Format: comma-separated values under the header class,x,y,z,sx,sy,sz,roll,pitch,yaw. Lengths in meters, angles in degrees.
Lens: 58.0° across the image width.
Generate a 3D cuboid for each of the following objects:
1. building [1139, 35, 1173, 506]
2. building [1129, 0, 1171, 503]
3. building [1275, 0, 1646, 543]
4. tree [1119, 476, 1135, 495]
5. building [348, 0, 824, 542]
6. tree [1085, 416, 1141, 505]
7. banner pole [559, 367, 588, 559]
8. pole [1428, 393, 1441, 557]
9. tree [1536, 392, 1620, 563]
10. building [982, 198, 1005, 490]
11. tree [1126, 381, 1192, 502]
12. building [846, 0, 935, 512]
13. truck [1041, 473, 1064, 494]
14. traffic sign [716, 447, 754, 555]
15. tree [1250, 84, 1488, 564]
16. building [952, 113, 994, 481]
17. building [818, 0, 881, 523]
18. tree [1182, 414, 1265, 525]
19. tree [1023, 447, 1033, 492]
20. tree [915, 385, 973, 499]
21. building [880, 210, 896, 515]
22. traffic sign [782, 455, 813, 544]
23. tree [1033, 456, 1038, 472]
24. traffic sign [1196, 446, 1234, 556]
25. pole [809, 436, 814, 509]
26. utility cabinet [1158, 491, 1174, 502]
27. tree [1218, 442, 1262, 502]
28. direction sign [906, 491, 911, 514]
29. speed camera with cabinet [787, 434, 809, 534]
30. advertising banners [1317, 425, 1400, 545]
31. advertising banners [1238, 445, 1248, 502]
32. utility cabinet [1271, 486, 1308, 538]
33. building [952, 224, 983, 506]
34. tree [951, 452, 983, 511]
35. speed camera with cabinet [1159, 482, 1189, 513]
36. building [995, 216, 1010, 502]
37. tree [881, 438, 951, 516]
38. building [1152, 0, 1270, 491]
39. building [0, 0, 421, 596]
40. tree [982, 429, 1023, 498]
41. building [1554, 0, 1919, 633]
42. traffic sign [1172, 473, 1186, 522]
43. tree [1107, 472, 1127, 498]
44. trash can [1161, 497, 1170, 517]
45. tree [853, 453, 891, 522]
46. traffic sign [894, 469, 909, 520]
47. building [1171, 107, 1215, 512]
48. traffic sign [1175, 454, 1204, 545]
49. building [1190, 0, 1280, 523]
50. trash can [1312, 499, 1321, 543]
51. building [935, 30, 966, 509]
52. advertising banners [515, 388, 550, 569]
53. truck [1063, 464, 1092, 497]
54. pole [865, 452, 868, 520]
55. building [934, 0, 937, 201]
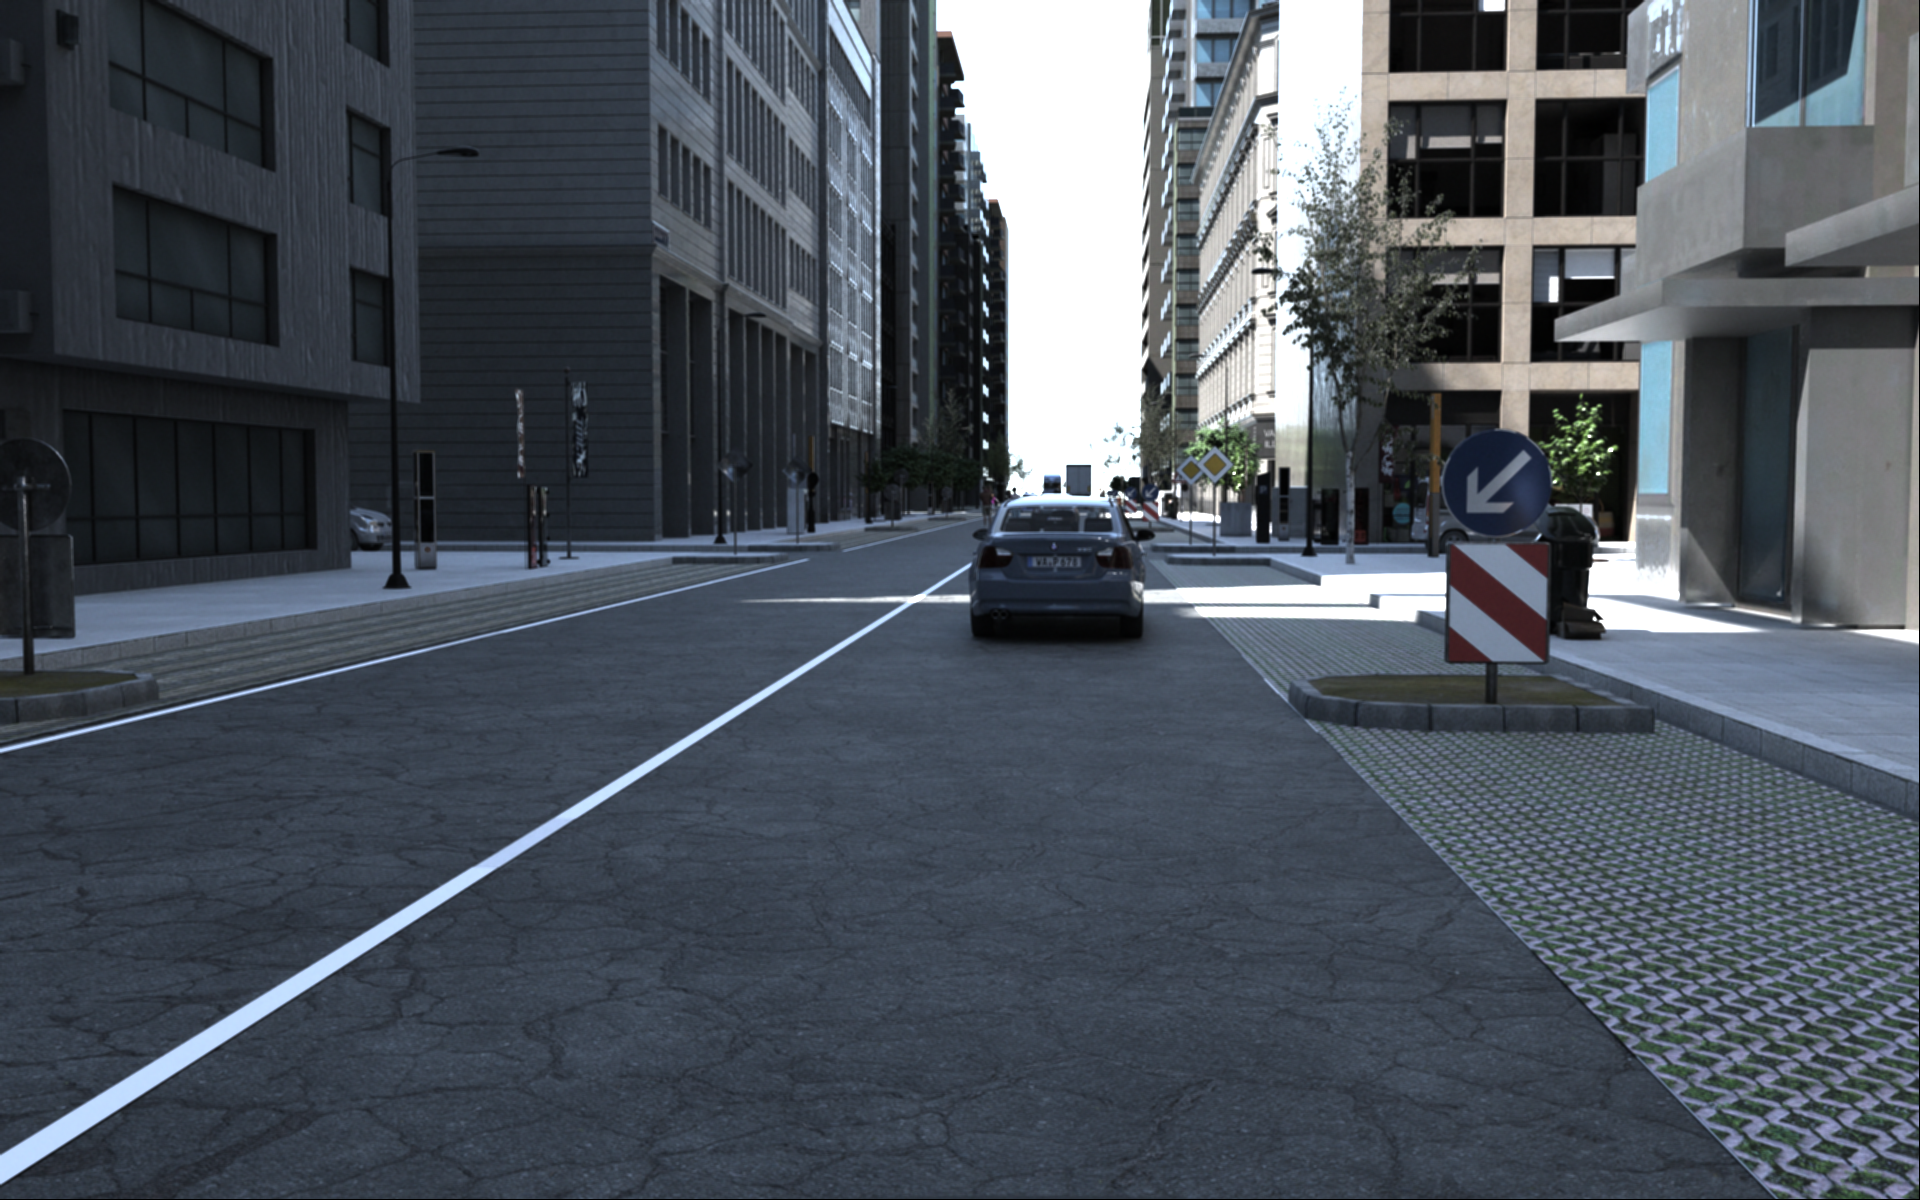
class,x,y,z,sx,sy,sz,roll,pitch,yaw
building,29.955,-34.029,180.078,21.300,48.544,21.600,0,4,4
building,34.101,-49.091,240.889,20.563,71.187,20.611,0,4,4
building,27.943,-15.183,52.752,34.151,26.468,19.350,0,4,4
tree,18.152,-11.700,185.888,1.663,3.219,1.824,0,3,0
building,-12.560,-17.334,60.908,11.434,29.767,29.804,0,4,4
tree,19.276,-16.582,205.527,8.767,10.594,7.601,-3,5,-40
banner pole,-7.573,-2.695,34.080,0.863,3.779,0.401,3,5,40
pole,9.622,-2.524,35.110,0.158,3.312,0.155,0,3,0
tree,11.845,-2.346,32.957,1.663,3.219,1.824,0,3,0
building,-4.985,-36.416,250.026,22.147,44.769,28.867,0,4,4
tree,12.799,-9.893,112.113,4.360,8.622,3.978,0,3,0
building,-9.406,-27.109,126.819,14.154,41.232,14.086,0,4,4
truck,12.103,-14.647,229.238,2.967,4.110,18.799,0,4,2
traffic sign,-4.749,-2.015,36.585,0.795,2.450,0.064,0,4,4
tree,7.196,-4.958,31.429,4.360,8.622,3.978,0,3,0
building,-7.963,-36.747,220.426,23.786,49.044,30.456,0,4,4
building,-11.082,-16.381,85.845,12.078,24.808,19.932,0,4,4
tree,10.843,-5.369,71.504,4.285,4.588,4.351,0,3,0
tree,5.813,-16.016,212.224,4.737,8.622,4.395,0,3,0
tree,-1.044,-10.234,117.680,4.360,8.622,3.978,0,3,0
building,-10.841,-16.798,104.327,12.332,23.373,15.834,0,4,4
traffic sign,-4.179,-2.502,44.550,0.795,2.450,0.064,0,4,4
tree,9.204,-18.730,256.589,4.737,8.622,4.395,0,3,0
traffic sign,5.268,-1.970,35.851,0.795,2.450,0.064,0,4,4
pole,-5.230,-4.108,61.009,0.158,3.312,0.155,0,3,0
utility cabinet,13.924,-6.652,117.440,1.173,1.500,0.318,2,4,28
tree,10.292,-4.297,64.855,1.663,3.219,1.824,0,3,0
direction sign,-3.257,-7.186,109.495,0.876,3.537,0.379,-1,4,-12
speed camera with cabinet,-5.239,-3.773,56.029,0.660,3.252,2.038,0,4,-1
advertising banners,10.035,-2.900,43.601,2.074,3.025,0.090,0,4,-4
advertising banners,9.995,-3.973,61.144,0.090,3.025,2.074,1,4,17
utility cabinet,9.642,-2.556,50.471,1.173,1.500,0.318,3,5,45
building,-4.969,-25.242,184.401,14.160,30.474,14.107,0,4,4
tree,-1.650,-7.909,113.018,4.285,4.588,4.351,0,3,0
speed camera with cabinet,14.346,-7.450,116.141,2.038,3.252,0.660,-2,4,-25
building,0.546,-37.985,271.163,14.600,45.320,14.200,0,4,4
tree,-3.194,-7.137,100.407,4.285,4.588,4.351,0,3,0
building,29.426,-32.655,153.520,23.786,49.044,30.456,0,4,4
building,-16.709,-15.572,26.298,14.107,30.474,14.160,0,4,4
tree,3.973,-14.930,194.465,4.737,8.622,4.395,0,3,0
building,18.080,-23.845,9.479,23.786,49.044,30.456,0,4,4
traffic sign,10.158,-4.862,79.498,0.884,2.594,0.081,1,4,10
tree,23.848,-16.925,260.439,4.285,4.588,4.351,0,3,0
trash can,11.555,-5.217,96.957,0.748,1.137,0.748,0,3,0
tree,-3.905,-5.292,81.125,1.663,3.219,1.824,0,3,0
traffic sign,-2.942,-5.277,86.392,0.768,2.556,0.104,1,4,9
building,23.199,-22.051,132.234,14.160,30.474,14.107,0,4,4
traffic sign,5.838,-2.457,43.816,0.795,2.450,0.064,0,4,4
building,22.534,-19.512,95.432,17.030,29.872,44.131,0,4,4
trash can,9.618,-2.095,45.904,0.748,1.137,0.748,0,3,0
building,-11.009,-31.087,162.893,22.147,44.769,28.867,0,4,4
advertising banners,-7.346,-2.052,29.730,0.090,3.025,2.074,0,4,0
truck,11.330,-10.837,166.099,2.839,4.237,11.283,0,4,3
pole,-4.483,-5.489,83.590,0.158,3.312,0.155,0,3,0
building,-9.323,-30.037,141.208,14.600,45.320,14.200,0,4,4
